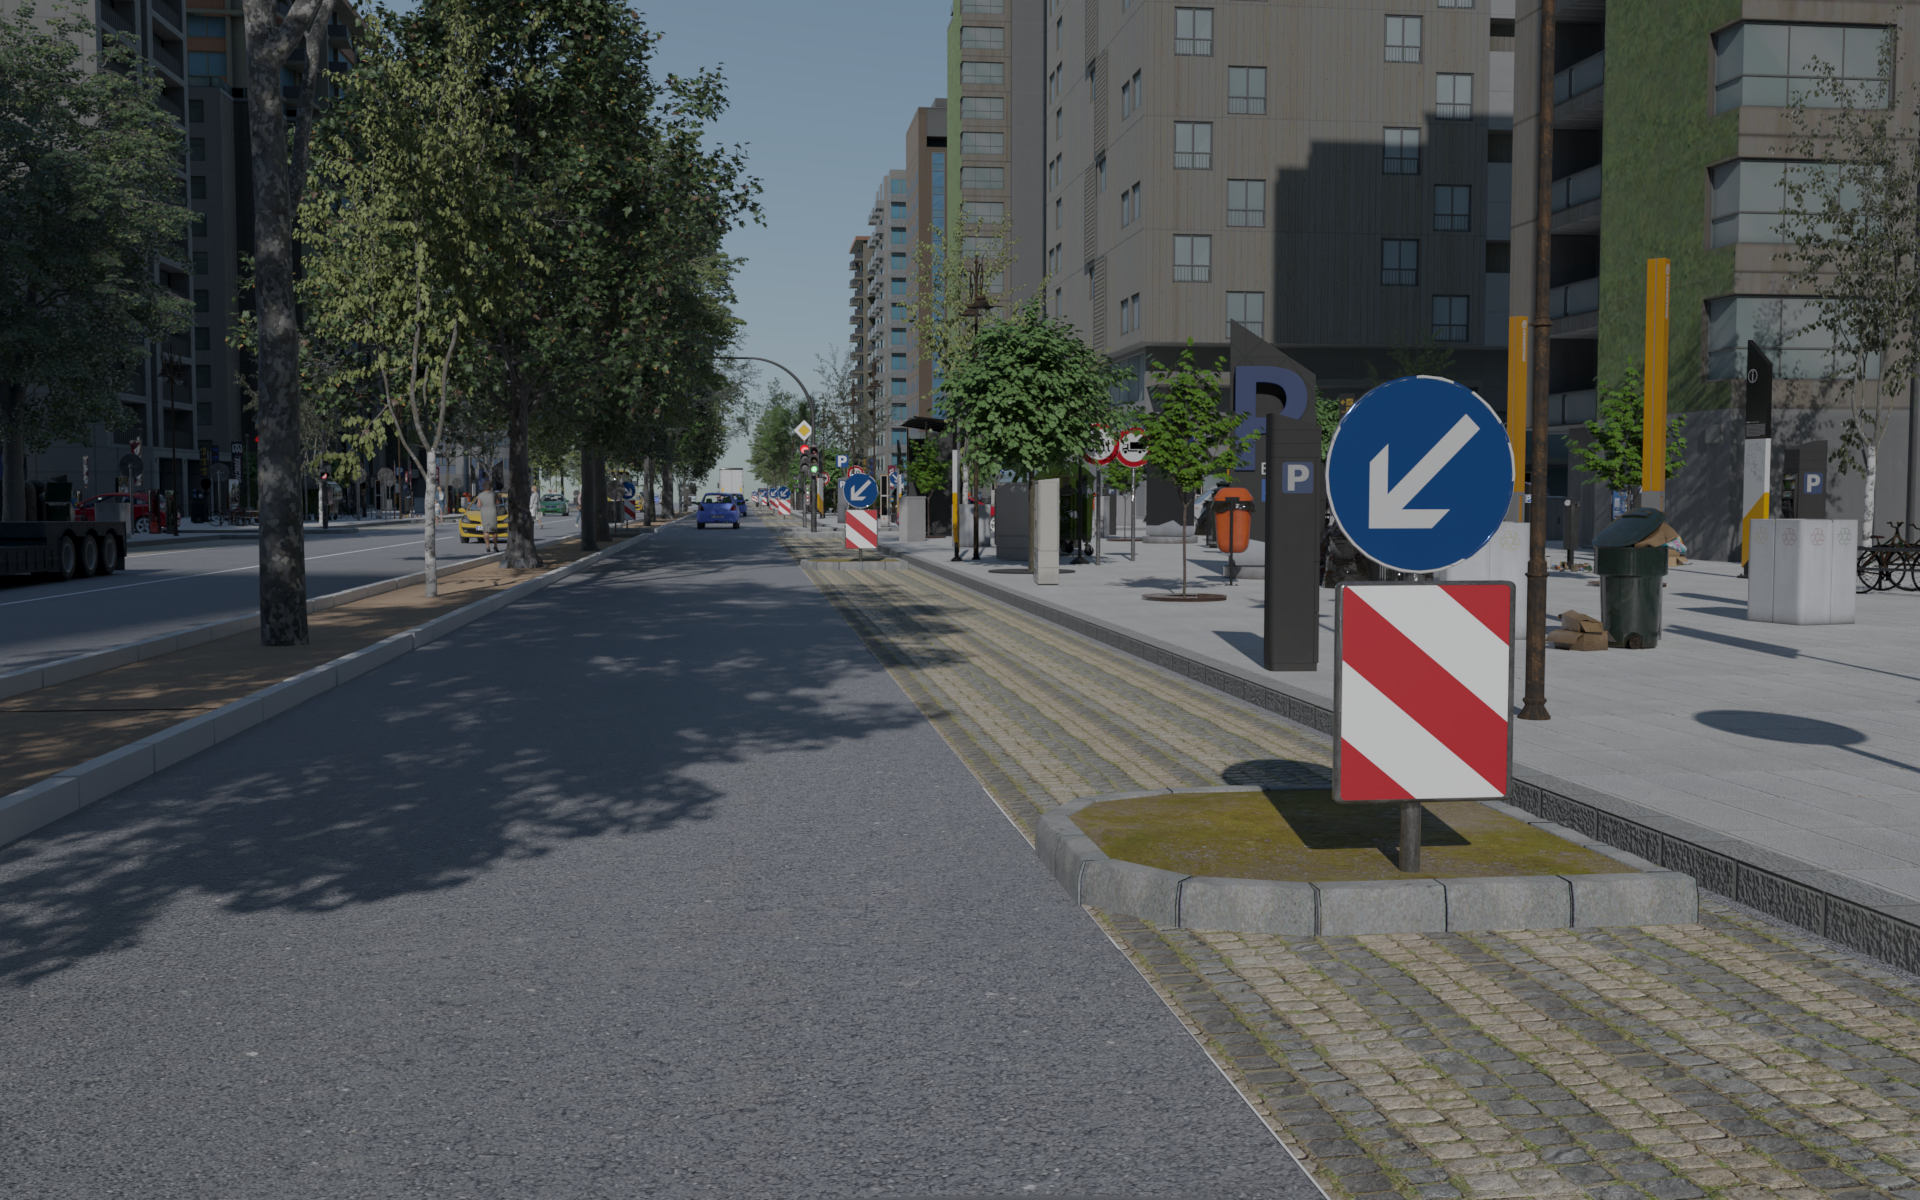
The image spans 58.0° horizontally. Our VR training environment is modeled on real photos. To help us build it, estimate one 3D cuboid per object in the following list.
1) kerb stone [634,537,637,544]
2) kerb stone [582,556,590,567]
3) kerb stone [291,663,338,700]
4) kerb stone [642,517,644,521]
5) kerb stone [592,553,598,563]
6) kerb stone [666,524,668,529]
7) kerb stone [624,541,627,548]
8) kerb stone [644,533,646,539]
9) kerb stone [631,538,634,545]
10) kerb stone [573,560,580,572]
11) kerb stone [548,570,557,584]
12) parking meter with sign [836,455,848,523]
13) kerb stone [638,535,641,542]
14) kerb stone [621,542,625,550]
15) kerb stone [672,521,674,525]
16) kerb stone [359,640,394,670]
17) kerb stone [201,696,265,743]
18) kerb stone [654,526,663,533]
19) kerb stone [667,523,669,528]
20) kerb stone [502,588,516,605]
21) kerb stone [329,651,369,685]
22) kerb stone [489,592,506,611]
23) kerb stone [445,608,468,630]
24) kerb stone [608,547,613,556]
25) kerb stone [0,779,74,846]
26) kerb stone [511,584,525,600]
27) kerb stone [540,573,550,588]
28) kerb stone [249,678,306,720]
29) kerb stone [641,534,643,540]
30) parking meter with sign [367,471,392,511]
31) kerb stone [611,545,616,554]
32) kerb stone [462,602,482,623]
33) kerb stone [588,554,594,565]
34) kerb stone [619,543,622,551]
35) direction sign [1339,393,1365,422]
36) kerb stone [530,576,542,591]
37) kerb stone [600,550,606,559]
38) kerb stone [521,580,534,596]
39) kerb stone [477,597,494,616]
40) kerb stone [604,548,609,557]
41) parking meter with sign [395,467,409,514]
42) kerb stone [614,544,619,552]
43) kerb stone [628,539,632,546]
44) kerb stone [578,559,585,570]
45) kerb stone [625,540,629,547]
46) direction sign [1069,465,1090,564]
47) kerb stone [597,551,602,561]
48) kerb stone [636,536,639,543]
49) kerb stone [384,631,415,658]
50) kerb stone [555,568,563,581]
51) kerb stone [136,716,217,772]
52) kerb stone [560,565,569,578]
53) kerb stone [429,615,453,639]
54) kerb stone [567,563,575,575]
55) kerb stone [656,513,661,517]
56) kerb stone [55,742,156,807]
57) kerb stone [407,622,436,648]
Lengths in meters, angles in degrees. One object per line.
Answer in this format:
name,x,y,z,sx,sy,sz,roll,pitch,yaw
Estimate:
kerb stone,-9.325,-1.644,49.075,0.120,0.150,1.000,0,4,-7
kerb stone,-7.381,-0.709,33.802,0.120,0.150,1.000,0,4,-7
kerb stone,-4.663,0.598,12.443,0.120,0.150,1.000,0,4,-7
kerb stone,-16.661,-4.146,89.986,0.120,0.150,1.000,0,4,-7
kerb stone,-7.642,-0.830,35.841,0.120,0.150,1.000,0,4,-7
kerb stone,-11.986,-2.919,69.931,0.120,0.150,1.000,0,4,-7
kerb stone,-8.813,-1.393,45.010,0.120,0.150,1.000,0,4,-7
kerb stone,-9.978,-1.956,54.175,0.120,0.150,1.000,0,4,-7
kerb stone,-9.207,-1.582,48.060,0.120,0.150,1.000,0,4,-7
kerb stone,-7.124,-0.585,31.765,0.120,0.150,1.000,0,4,-7
kerb stone,-6.606,-0.336,27.693,0.120,0.150,1.000,0,4,-7
parking meter with sign,-5.211,-4.909,76.524,0.543,3.016,1.738,0,4,-3
kerb stone,-9.585,-1.764,51.111,0.120,0.150,1.000,0,4,-7
kerb stone,-8.672,-1.333,43.991,0.120,0.150,1.000,0,4,-7
kerb stone,-12.763,-3.293,76.040,0.120,0.150,1.000,0,4,-7
kerb stone,-4.916,0.477,14.481,0.120,0.150,1.000,0,4,-7
kerb stone,-4.394,0.724,10.416,0.120,0.150,1.000,0,4,-7
kerb stone,-11.467,-2.668,65.856,0.120,0.150,1.000,0,4,-7
kerb stone,-12.110,-2.982,70.954,0.120,0.150,1.000,0,4,-7
kerb stone,-5.956,-0.022,22.601,0.120,0.150,1.000,0,4,-7
kerb stone,-4.782,0.534,13.465,0.120,0.150,1.000,0,4,-7
kerb stone,-5.819,0.037,21.587,0.120,0.150,1.000,0,4,-7
kerb stone,-5.431,0.224,18.540,0.120,0.150,1.000,0,4,-7
kerb stone,-8.162,-1.082,39.913,0.120,0.150,1.000,0,4,-7
kerb stone,-4.005,0.912,7.373,0.120,0.150,1.000,0,4,-7
kerb stone,-6.085,-0.087,23.616,0.120,0.150,1.000,0,4,-7
kerb stone,-6.474,-0.274,26.680,0.120,0.150,1.000,0,4,-7
kerb stone,-4.525,0.660,11.430,0.120,0.150,1.000,0,4,-7
kerb stone,-9.712,-1.827,52.125,0.120,0.150,1.000,0,4,-7
parking meter with sign,-42.909,-8.059,128.028,1.738,3.016,0.543,-1,4,-16
kerb stone,-8.295,-1.146,40.939,0.120,0.150,1.000,0,4,-7
kerb stone,-5.567,0.162,19.559,0.120,0.150,1.000,0,4,-7
kerb stone,-7.517,-0.772,34.821,0.120,0.150,1.000,0,4,-7
kerb stone,-8.554,-1.270,42.975,0.120,0.150,1.000,0,4,-7
direction sign,8.953,-2.873,38.965,0.876,3.537,0.379,2,4,25
kerb stone,-6.347,-0.212,25.654,0.120,0.150,1.000,0,4,-7
kerb stone,-7.901,-0.956,37.885,0.120,0.150,1.000,0,4,-7
kerb stone,-6.214,-0.149,24.632,0.120,0.150,1.000,0,4,-7
kerb stone,-5.695,0.099,20.573,0.120,0.150,1.000,0,4,-7
kerb stone,-8.033,-1.016,38.899,0.120,0.150,1.000,0,4,-7
parking meter with sign,-35.748,-7.031,111.224,0.543,3.016,1.738,-2,4,-34
kerb stone,-8.431,-1.209,41.958,0.120,0.150,1.000,0,4,-7
kerb stone,-9.066,-1.517,47.042,0.120,0.150,1.000,0,4,-7
kerb stone,-7.252,-0.643,32.788,0.120,0.150,1.000,0,4,-7
kerb stone,-8.944,-1.456,46.027,0.120,0.150,1.000,0,4,-7
direction sign,2.206,-2.433,31.783,0.379,3.537,0.876,3,5,40
kerb stone,-7.782,-0.897,36.853,0.120,0.150,1.000,0,4,-7
kerb stone,-9.458,-1.706,50.096,0.120,0.150,1.000,0,4,-7
kerb stone,-5.056,0.415,15.494,0.120,0.150,1.000,0,4,-7
kerb stone,-6.733,-0.398,28.711,0.120,0.150,1.000,0,4,-7
kerb stone,-4.264,0.782,9.402,0.120,0.150,1.000,0,4,-7
kerb stone,-6.862,-0.457,29.732,0.120,0.150,1.000,0,4,-7
kerb stone,-5.297,0.286,17.526,0.120,0.150,1.000,0,4,-7
kerb stone,-6.992,-0.523,30.752,0.120,0.150,1.000,0,4,-7
kerb stone,-19.656,-5.579,113.415,0.120,0.150,1.000,0,4,-7
kerb stone,-4.137,0.845,8.387,0.120,0.150,1.000,0,4,-7
kerb stone,-5.170,0.349,16.512,0.120,0.150,1.000,0,4,-7
